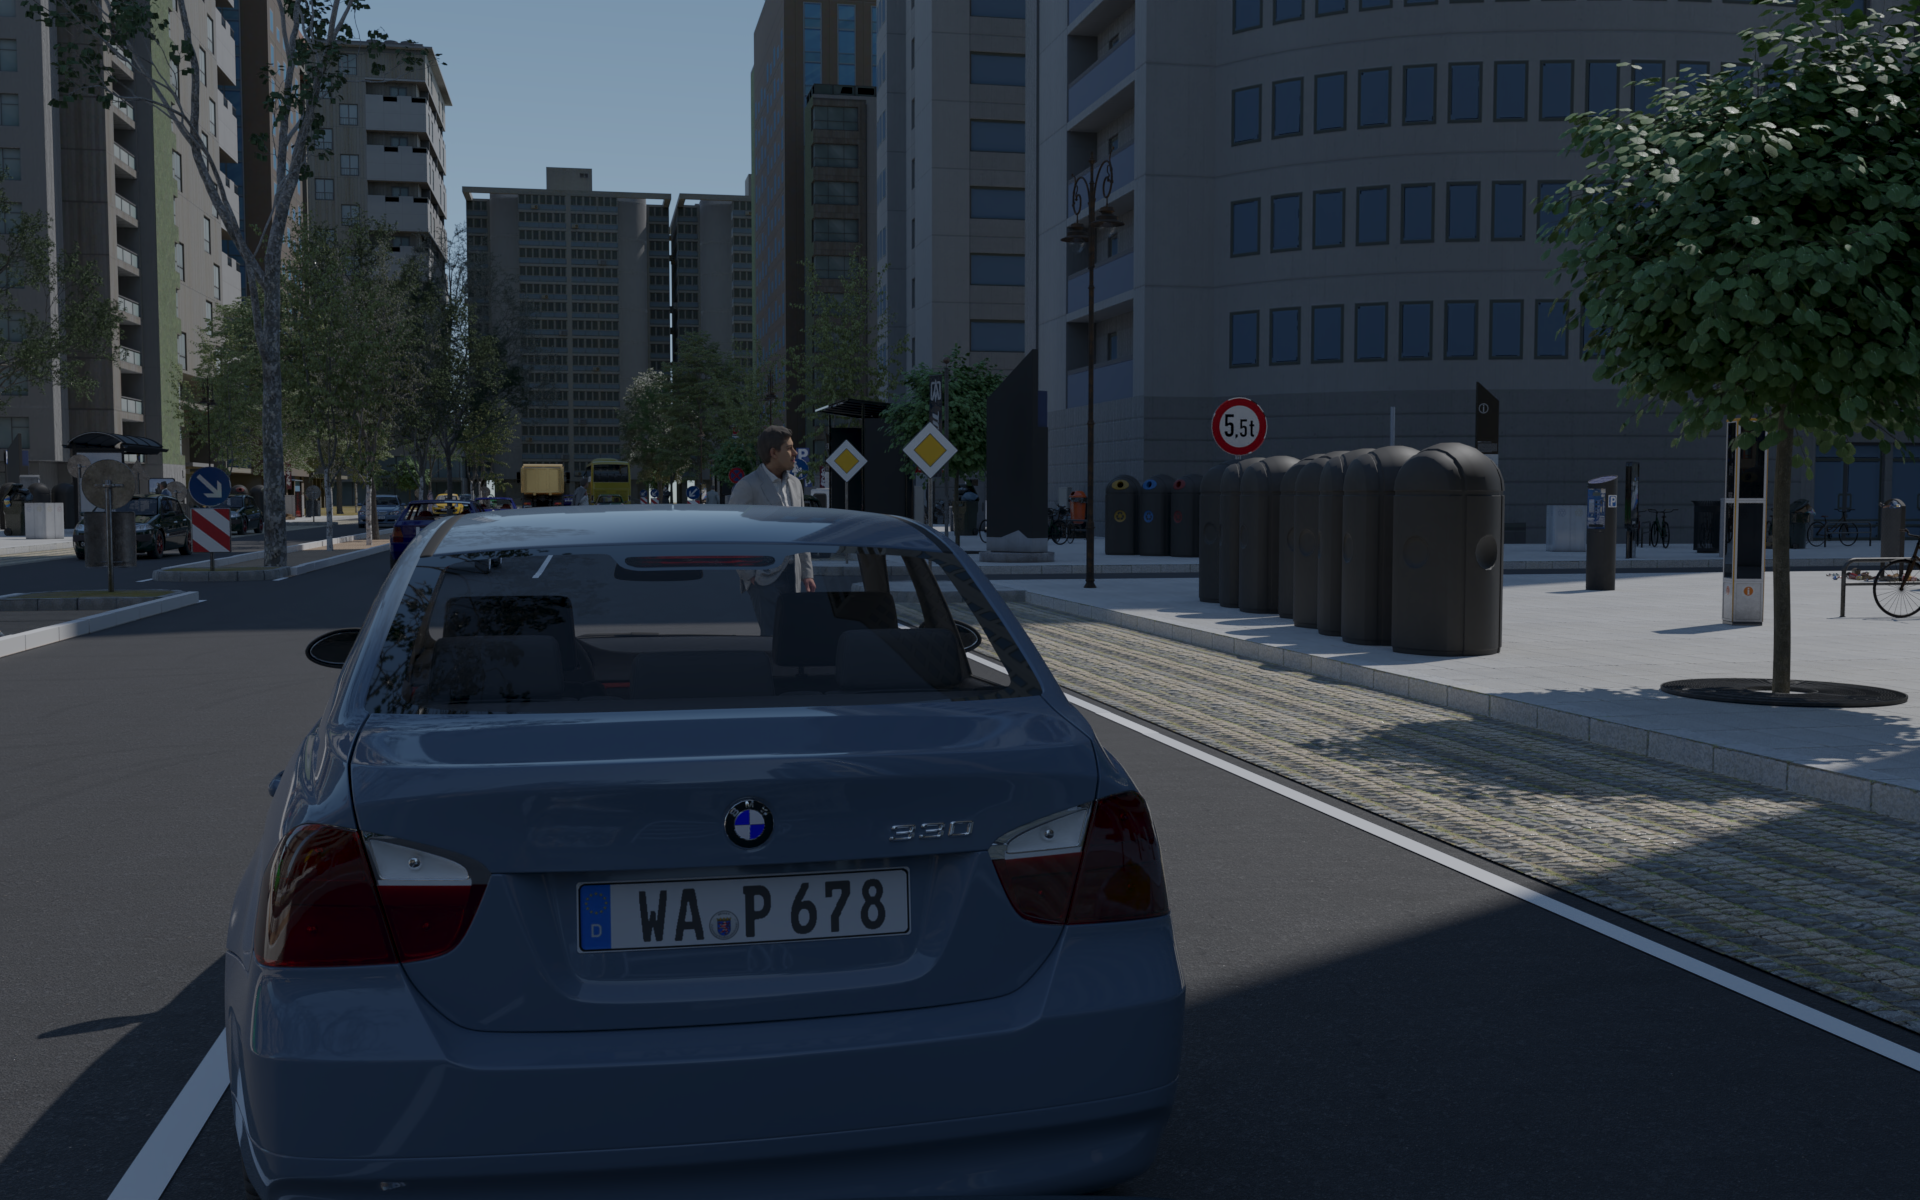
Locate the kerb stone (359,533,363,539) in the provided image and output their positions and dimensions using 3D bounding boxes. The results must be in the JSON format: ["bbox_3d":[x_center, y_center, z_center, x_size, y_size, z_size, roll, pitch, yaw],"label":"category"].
[{"bbox_3d":[-18.999,-1.975,54.492,0.120,0.150,1.000,-1,4,-12],"label":"kerb stone"}]

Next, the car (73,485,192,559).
[{"bbox_3d":[-18.732,-1.807,39.327,2.009,1.686,4.222,-1,4,-10],"label":"car"}]

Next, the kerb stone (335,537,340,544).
[{"bbox_3d":[-17.929,-1.669,49.491,0.120,0.150,1.000,-1,4,-12],"label":"kerb stone"}]

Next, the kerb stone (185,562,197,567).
[{"bbox_3d":[-14.083,-0.567,31.467,0.120,0.150,1.000,-1,4,-12],"label":"kerb stone"}]

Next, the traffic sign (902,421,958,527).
[{"bbox_3d":[-0.418,-1.246,24.019,0.795,2.450,0.064,-1,4,-12],"label":"traffic sign"}]

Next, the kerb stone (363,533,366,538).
[{"bbox_3d":[-19.203,-2.037,55.494,0.120,0.150,1.000,-1,4,-12],"label":"kerb stone"}]

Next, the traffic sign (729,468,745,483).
[{"bbox_3d":[-10.727,-5.085,83.243,0.768,2.556,0.104,0,4,-4],"label":"traffic sign"}]

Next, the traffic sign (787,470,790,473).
[{"bbox_3d":[-6.310,-3.696,60.538,0.768,2.556,0.104,0,4,-3],"label":"traffic sign"}]

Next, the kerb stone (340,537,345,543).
[{"bbox_3d":[-18.136,-1.731,50.492,0.120,0.150,1.000,-1,4,-12],"label":"kerb stone"}]

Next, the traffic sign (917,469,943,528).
[{"bbox_3d":[-0.711,-2.651,43.342,0.884,2.594,0.081,0,4,-7],"label":"traffic sign"}]

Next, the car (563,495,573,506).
[{"bbox_3d":[-39.938,-10.057,177.018,1.945,1.354,3.894,-1,4,-11],"label":"car"}]

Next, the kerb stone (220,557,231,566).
[{"bbox_3d":[-14.721,-0.747,34.467,0.120,0.150,1.000,-1,4,-12],"label":"kerb stone"}]

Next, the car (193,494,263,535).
[{"bbox_3d":[-25.888,-3.145,61.211,2.009,1.686,4.222,-1,4,-10],"label":"car"}]

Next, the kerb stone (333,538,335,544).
[{"bbox_3d":[-17.716,-1.608,48.491,0.120,0.150,1.000,-1,4,-12],"label":"kerb stone"}]

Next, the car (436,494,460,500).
[{"bbox_3d":[-32.630,-6.122,110.325,2.015,1.641,3.980,-1,4,-12],"label":"car"}]

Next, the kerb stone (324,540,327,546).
[{"bbox_3d":[-17.504,-1.544,47.484,0.120,0.150,1.000,-1,4,-12],"label":"kerb stone"}]

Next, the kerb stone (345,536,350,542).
[{"bbox_3d":[-18.358,-1.792,51.490,0.120,0.150,1.000,-1,4,-12],"label":"kerb stone"}]

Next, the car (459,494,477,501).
[{"bbox_3d":[-39.908,-7.855,140.229,2.131,1.459,4.920,-1,4,-13],"label":"car"}]

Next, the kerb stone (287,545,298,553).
[{"bbox_3d":[-16.432,-1.238,42.468,0.120,0.150,1.000,-1,4,-12],"label":"kerb stone"}]

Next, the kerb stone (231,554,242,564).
[{"bbox_3d":[-14.930,-0.804,35.469,0.120,0.150,1.000,-1,4,-12],"label":"kerb stone"}]

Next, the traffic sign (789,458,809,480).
[{"bbox_3d":[-5.798,-3.781,61.931,0.768,2.556,0.104,0,4,-8],"label":"traffic sign"}]

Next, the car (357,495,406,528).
[{"bbox_3d":[-24.951,-3.843,74.839,2.014,1.417,4.499,-1,4,-14],"label":"car"}]

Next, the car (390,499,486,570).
[{"bbox_3d":[-9.535,-1.206,32.304,1.945,1.354,3.894,-1,4,-10],"label":"car"}]

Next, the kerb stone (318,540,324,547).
[{"bbox_3d":[-17.287,-1.486,46.485,0.120,0.150,1.000,-1,4,-12],"label":"kerb stone"}]

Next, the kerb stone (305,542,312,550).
[{"bbox_3d":[-16.856,-1.363,44.473,0.120,0.150,1.000,-1,4,-12],"label":"kerb stone"}]

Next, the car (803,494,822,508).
[{"bbox_3d":[-3.987,-1.838,39.840,2.009,1.686,4.222,-1,4,-11],"label":"car"}]

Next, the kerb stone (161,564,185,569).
[{"bbox_3d":[-13.866,-0.505,30.468,0.120,0.150,1.000,-1,4,-12],"label":"kerb stone"}]

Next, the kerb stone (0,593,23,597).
[{"bbox_3d":[-12.049,0.017,21.919,0.120,0.150,1.000,-1,4,-12],"label":"kerb stone"}]

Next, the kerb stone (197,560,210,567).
[{"bbox_3d":[-14.288,-0.628,32.469,0.120,0.150,1.000,-1,4,-12],"label":"kerb stone"}]

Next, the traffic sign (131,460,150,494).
[{"bbox_3d":[-30.910,-3.983,65.124,0.884,2.594,0.081,0,4,-7],"label":"traffic sign"}]

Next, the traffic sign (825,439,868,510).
[{"bbox_3d":[-2.085,-1.724,31.829,0.795,2.450,0.064,-1,4,-12],"label":"traffic sign"}]

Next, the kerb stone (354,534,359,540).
[{"bbox_3d":[-18.776,-1.914,53.493,0.120,0.150,1.000,-1,4,-12],"label":"kerb stone"}]

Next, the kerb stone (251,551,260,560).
[{"bbox_3d":[-15.364,-0.934,37.466,0.120,0.150,1.000,-1,4,-12],"label":"kerb stone"}]

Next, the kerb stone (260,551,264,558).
[{"bbox_3d":[-15.574,-0.995,38.469,0.120,0.150,1.000,-1,4,-12],"label":"kerb stone"}]

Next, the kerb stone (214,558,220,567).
[{"bbox_3d":[-14.510,-0.689,33.467,0.120,0.150,1.000,-1,4,-12],"label":"kerb stone"}]

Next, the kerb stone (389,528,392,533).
[{"bbox_3d":[-20.711,-2.463,62.520,0.120,0.150,1.000,-1,4,-12],"label":"kerb stone"}]

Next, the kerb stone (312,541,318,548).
[{"bbox_3d":[-17.071,-1.424,45.481,0.120,0.150,1.000,-1,4,-12],"label":"kerb stone"}]

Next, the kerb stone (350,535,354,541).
[{"bbox_3d":[-18.565,-1.852,52.492,0.120,0.150,1.000,-1,4,-12],"label":"kerb stone"}]

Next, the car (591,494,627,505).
[{"bbox_3d":[-19.353,-5.248,95.591,2.009,1.686,4.222,-1,4,-13],"label":"car"}]

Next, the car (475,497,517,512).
[{"bbox_3d":[-14.763,-2.591,54.943,1.945,1.354,3.894,-1,4,-14],"label":"car"}]

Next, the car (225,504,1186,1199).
[{"bbox_3d":[-0.803,0.442,4.768,2.014,1.417,4.499,-1,4,-13],"label":"car"}]

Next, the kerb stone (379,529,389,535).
[{"bbox_3d":[-20.498,-2.405,61.519,0.120,0.150,1.000,-1,4,-12],"label":"kerb stone"}]

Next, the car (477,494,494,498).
[{"bbox_3d":[-44.659,-9.260,163.192,2.131,1.459,4.920,-1,4,-12],"label":"car"}]

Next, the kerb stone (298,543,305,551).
[{"bbox_3d":[-16.641,-1.301,43.474,0.120,0.150,1.000,-1,4,-12],"label":"kerb stone"}]

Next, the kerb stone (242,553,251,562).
[{"bbox_3d":[-15.153,-0.873,36.466,0.120,0.150,1.000,-1,4,-12],"label":"kerb stone"}]
